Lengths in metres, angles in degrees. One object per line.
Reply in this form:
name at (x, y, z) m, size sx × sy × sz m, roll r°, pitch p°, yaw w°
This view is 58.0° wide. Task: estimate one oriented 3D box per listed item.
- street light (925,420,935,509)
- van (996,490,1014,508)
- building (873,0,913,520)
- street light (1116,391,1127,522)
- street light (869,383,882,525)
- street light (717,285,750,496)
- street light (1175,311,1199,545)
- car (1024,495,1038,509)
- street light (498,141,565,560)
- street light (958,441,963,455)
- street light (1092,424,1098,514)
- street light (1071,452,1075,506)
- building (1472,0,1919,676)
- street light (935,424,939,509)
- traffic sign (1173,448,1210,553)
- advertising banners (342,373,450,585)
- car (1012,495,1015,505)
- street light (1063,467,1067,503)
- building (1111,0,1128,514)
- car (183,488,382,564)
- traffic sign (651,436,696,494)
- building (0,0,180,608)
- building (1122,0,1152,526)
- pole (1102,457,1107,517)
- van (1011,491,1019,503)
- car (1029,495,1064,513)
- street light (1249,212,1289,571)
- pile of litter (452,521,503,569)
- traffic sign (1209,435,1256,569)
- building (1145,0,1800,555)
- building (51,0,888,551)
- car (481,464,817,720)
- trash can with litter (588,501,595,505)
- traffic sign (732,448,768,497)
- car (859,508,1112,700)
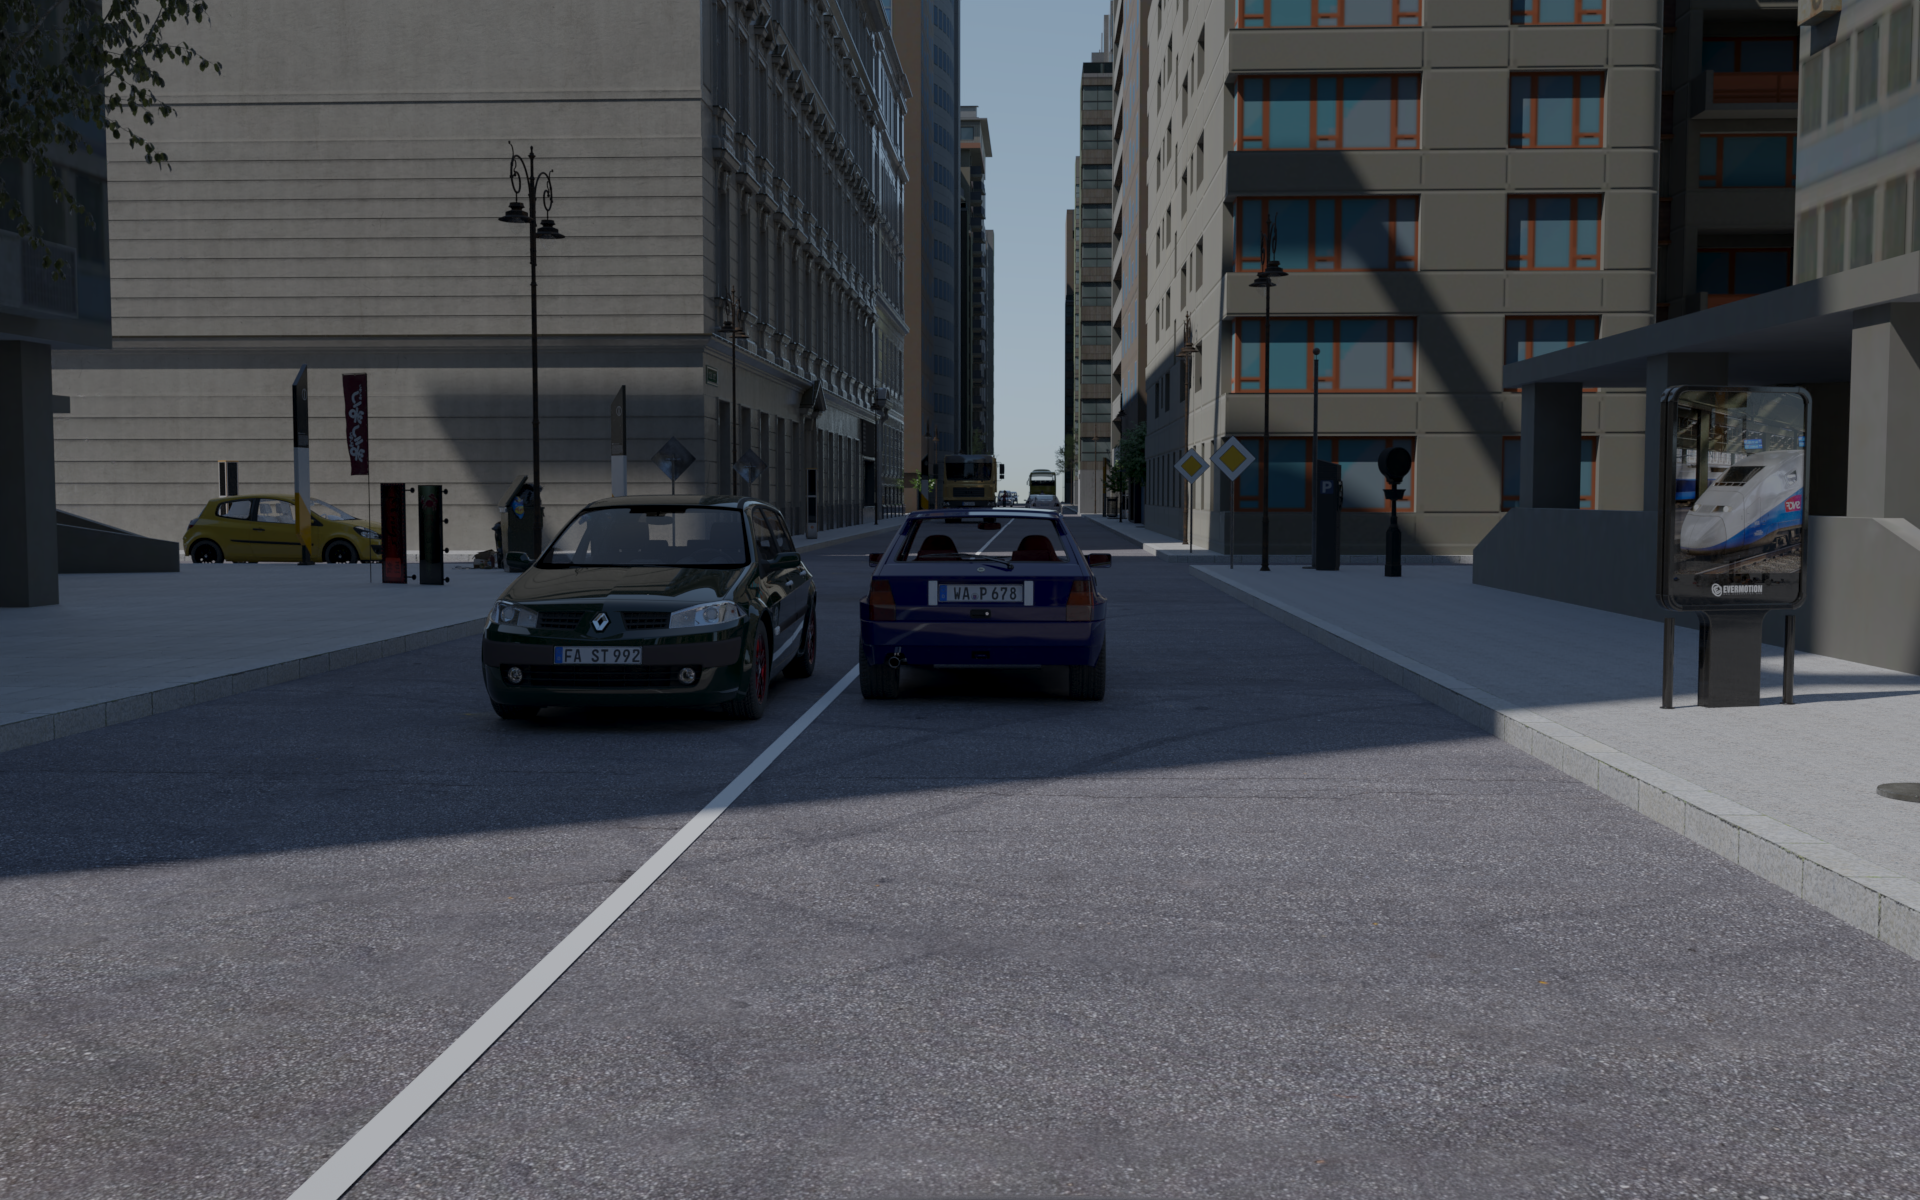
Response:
street light at (-1.965, -8.181, 106.552) m, size 0.468 × 5.910 × 1.993 m, roll 0°, pitch 4°, yaw 3°
van at (4.794, -10.884, 184.961) m, size 2.013 × 2.044 × 4.112 m, roll 0°, pitch 4°, yaw 1°
building at (-9.871, -18.712, 91.852) m, size 13.634 × 28.700 × 20.117 m, roll 0°, pitch 4°, yaw 3°
street light at (7.257, -6.438, 78.055) m, size 0.468 × 5.910 × 1.993 m, roll 0°, pitch 4°, yaw 3°
street light at (-3.505, -6.082, 72.223) m, size 0.468 × 5.910 × 1.993 m, roll 0°, pitch 4°, yaw 3°
street light at (-5.014, -4.018, 38.478) m, size 0.468 × 5.910 × 1.993 m, roll 0°, pitch 4°, yaw 3°
street light at (5.731, -4.346, 43.842) m, size 0.468 × 5.910 × 1.993 m, roll 0°, pitch 4°, yaw 3°
car at (6.041, -7.555, 135.892) m, size 2.083 × 1.381 × 4.827 m, roll 0°, pitch 4°, yaw 1°
street light at (-5.684, -3.081, 23.159) m, size 0.468 × 5.910 × 1.993 m, roll 0°, pitch 4°, yaw 3°
street light at (0.104, -10.763, 148.756) m, size 0.468 × 5.910 × 1.993 m, roll 0°, pitch 4°, yaw 3°
street light at (9.229, -9.019, 120.247) m, size 0.468 × 5.910 × 1.993 m, roll 0°, pitch 4°, yaw 3°
street light at (13.152, -14.161, 204.317) m, size 0.468 × 5.910 × 1.993 m, roll 0°, pitch 4°, yaw 3°
building at (23.124, -19.822, 15.964) m, size 32.217 × 40.220 × 23.993 m, roll 0°, pitch 4°, yaw 3°
street light at (-1.565, -8.699, 115.018) m, size 0.468 × 5.910 × 1.993 m, roll 0°, pitch 4°, yaw 3°
traffic sign at (5.021, -2.078, 37.618) m, size 0.795 × 2.450 × 0.064 m, roll 0°, pitch 4°, yaw 3°
advertising banners at (-8.090, -1.747, 24.751) m, size 2.074 × 3.025 × 0.090 m, roll 2°, pitch 4°, yaw 30°
car at (6.339, -13.360, 230.445) m, size 2.014 × 1.417 × 4.499 m, roll 0°, pitch 4°, yaw 1°
street light at (16.170, -18.289, 271.815) m, size 0.468 × 5.910 × 1.993 m, roll 0°, pitch 4°, yaw 3°
building at (19.998, -29.173, 100.678) m, size 21.300 × 48.544 × 21.600 m, roll 0°, pitch 4°, yaw 3°
car at (-12.644, -1.395, 33.029) m, size 3.980 × 1.641 × 2.015 m, roll 0°, pitch 4°, yaw 4°
traffic sign at (-4.976, -1.618, 30.100) m, size 0.795 × 2.450 × 0.064 m, roll 0°, pitch 4°, yaw 3°
building at (-21.936, -19.684, 13.707) m, size 23.993 × 40.220 × 32.217 m, roll 0°, pitch 4°, yaw 3°
building at (14.346, -25.997, 75.154) m, size 14.600 × 45.320 × 14.200 m, roll 0°, pitch 4°, yaw 3°
pole at (8.046, -6.272, 96.386) m, size 0.158 × 3.312 × 0.155 m, roll 0°, pitch 3°, yaw 0°
van at (8.137, -15.940, 267.637) m, size 2.013 × 2.044 × 4.112 m, roll 0°, pitch 4°, yaw 2°
car at (5.098, -5.499, 102.268) m, size 2.083 × 1.381 × 4.827 m, roll 0°, pitch 4°, yaw 5°
street light at (5.093, -3.422, 28.737) m, size 0.468 × 5.910 × 1.993 m, roll 0°, pitch 4°, yaw 3°
pile of litter at (-7.939, -0.983, 30.036) m, size 1.719 × 0.858 × 1.176 m, roll -1°, pitch 4°, yaw -10°
traffic sign at (4.657, -1.590, 29.642) m, size 0.795 × 2.450 × 0.064 m, roll 0°, pitch 4°, yaw 3°
building at (20.635, -12.473, 48.978) m, size 28.899 × 21.520 × 27.650 m, roll 0°, pitch 4°, yaw 3°
building at (-12.633, -17.335, 59.845) m, size 17.030 × 29.872 × 44.131 m, roll 0°, pitch 4°, yaw 3°
car at (-2.055, -0.151, 12.260) m, size 2.009 × 1.686 × 4.222 m, roll 0°, pitch 4°, yaw 2°
trash can with litter at (-5.661, -1.033, 28.274) m, size 0.624 × 1.170 × 1.055 m, roll 2°, pitch 4°, yaw 31°
traffic sign at (-4.612, -2.106, 38.077) m, size 0.795 × 2.450 × 0.064 m, roll 0°, pitch 4°, yaw 3°
car at (0.219, -0.050, 13.404) m, size 1.945 × 1.354 × 3.894 m, roll 0°, pitch 4°, yaw 2°
